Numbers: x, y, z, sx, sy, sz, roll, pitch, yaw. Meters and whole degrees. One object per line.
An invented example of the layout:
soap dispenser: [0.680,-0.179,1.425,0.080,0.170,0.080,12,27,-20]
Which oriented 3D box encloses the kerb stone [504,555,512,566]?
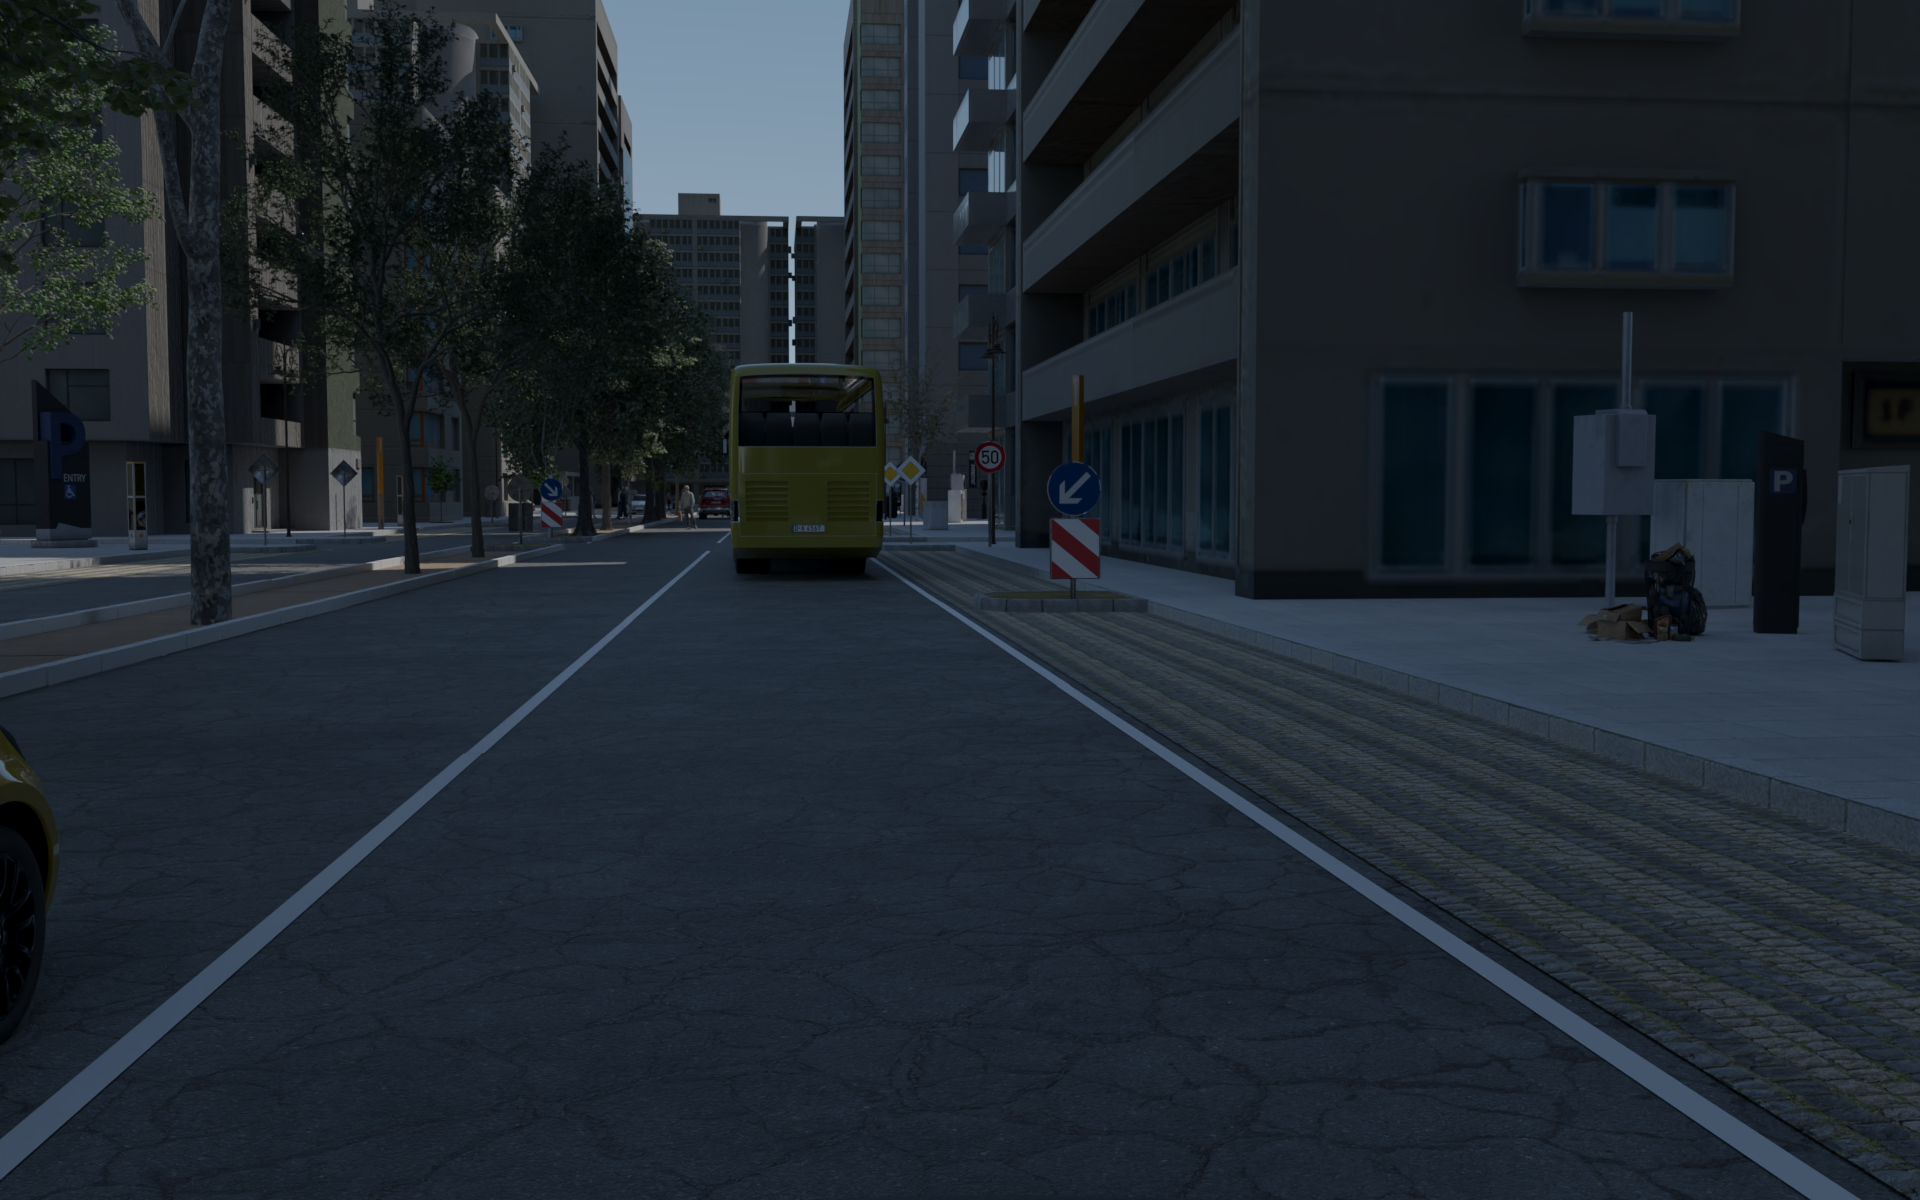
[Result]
kerb stone: [-9.187,-0.768,34.771,0.120,0.150,1.000,0,4,-6]

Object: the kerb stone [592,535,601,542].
kerb stone: [-11.101,-1.862,52.688,0.120,0.150,1.000,0,4,-6]

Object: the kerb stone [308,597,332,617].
kerb stone: [-7.666,0.104,20.533,0.120,0.150,1.000,0,4,-6]

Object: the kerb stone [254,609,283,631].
kerb stone: [-7.459,0.230,18.488,0.120,0.150,1.000,0,4,-6]

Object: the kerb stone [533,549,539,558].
kerb stone: [-9.623,-1.015,38.852,0.120,0.150,1.000,0,4,-6]

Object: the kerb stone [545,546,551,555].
kerb stone: [-9.843,-1.143,40.887,0.120,0.150,1.000,0,4,-6]

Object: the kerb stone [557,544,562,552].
kerb stone: [-10.061,-1.264,42.920,0.120,0.150,1.000,0,4,-6]

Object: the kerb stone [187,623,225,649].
kerb stone: [-7.234,0.354,16.455,0.120,0.150,1.000,0,4,-6]

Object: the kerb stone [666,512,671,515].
kerb stone: [-20.925,-6.277,124.832,0.120,0.150,1.000,0,4,-6]

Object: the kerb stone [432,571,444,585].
kerb stone: [-8.432,-0.334,27.656,0.120,0.150,1.000,0,4,-6]

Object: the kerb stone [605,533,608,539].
kerb stone: [-11.326,-1.985,54.732,0.120,0.150,1.000,0,4,-6]

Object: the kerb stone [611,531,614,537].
kerb stone: [-11.537,-2.111,56.766,0.120,0.150,1.000,0,4,-6]

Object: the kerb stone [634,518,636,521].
kerb stone: [-17.321,-4.221,91.210,0.120,0.150,1.000,0,4,-6]

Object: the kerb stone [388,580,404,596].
kerb stone: [-8.099,-0.147,24.604,0.120,0.150,1.000,0,4,-6]

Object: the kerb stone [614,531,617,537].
kerb stone: [-11.643,-2.174,57.789,0.120,0.150,1.000,0,4,-6]

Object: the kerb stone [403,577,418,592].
kerb stone: [-8.218,-0.209,25.619,0.120,0.150,1.000,0,4,-6]

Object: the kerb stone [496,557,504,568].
kerb stone: [-9.084,-0.707,33.754,0.120,0.150,1.000,0,4,-6]

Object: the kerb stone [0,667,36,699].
kerb stone: [-6.802,0.602,12.368,0.120,0.150,1.000,0,4,-6]

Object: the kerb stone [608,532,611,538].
kerb stone: [-11.430,-2.052,55.749,0.120,0.150,1.000,0,4,-6]

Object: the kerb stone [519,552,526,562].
kerb stone: [-9.405,-0.894,36.812,0.120,0.150,1.000,0,4,-6]

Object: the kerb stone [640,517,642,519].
kerb stone: [-17.760,-4.469,95.286,0.120,0.150,1.000,0,4,-6]

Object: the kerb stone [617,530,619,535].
kerb stone: [-11.757,-2.239,58.805,0.120,0.150,1.000,0,4,-6]

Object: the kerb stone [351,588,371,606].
kerb stone: [-7.889,-0.023,22.570,0.120,0.150,1.000,0,4,-6]

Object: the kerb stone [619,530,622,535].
kerb stone: [-11.863,-2.301,59.821,0.120,0.150,1.000,0,4,-6]

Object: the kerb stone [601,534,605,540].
kerb stone: [-11.206,-1.927,53.710,0.120,0.150,1.000,0,4,-6]

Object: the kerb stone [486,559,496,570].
kerb stone: [-8.971,-0.645,32.738,0.120,0.150,1.000,0,4,-6]

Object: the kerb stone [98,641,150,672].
kerb stone: [-7.012,0.480,14.416,0.120,0.150,1.000,0,4,-6]

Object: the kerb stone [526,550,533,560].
kerb stone: [-9.516,-0.956,37.830,0.120,0.150,1.000,0,4,-6]

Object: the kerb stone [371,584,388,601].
kerb stone: [-7.993,-0.085,23.587,0.120,0.150,1.000,0,4,-6]

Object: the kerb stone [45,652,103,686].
kerb stone: [-6.905,0.541,13.400,0.120,0.150,1.000,0,4,-6]

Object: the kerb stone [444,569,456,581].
kerb stone: [-8.543,-0.390,28.672,0.120,0.150,1.000,0,4,-6]

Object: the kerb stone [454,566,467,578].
kerb stone: [-8.640,-0.457,29.690,0.120,0.150,1.000,0,4,-6]

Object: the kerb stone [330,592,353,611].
kerb stone: [-7.769,0.040,21.551,0.120,0.150,1.000,0,4,-6]

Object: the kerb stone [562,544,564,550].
kerb stone: [-10.170,-1.330,43.936,0.120,0.150,1.000,0,4,-6]

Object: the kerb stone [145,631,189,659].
kerb stone: [-7.127,0.418,15.432,0.120,0.150,1.000,0,4,-6]

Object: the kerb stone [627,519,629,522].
kerb stone: [-16.897,-3.966,87.123,0.120,0.150,1.000,0,4,-6]

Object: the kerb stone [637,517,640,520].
kerb stone: [-17.657,-4.408,94.267,0.120,0.150,1.000,0,4,-6]

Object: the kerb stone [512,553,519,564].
kerb stone: [-9.292,-0.831,35.787,0.120,0.150,1.000,0,4,-6]

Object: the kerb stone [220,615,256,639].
kerb stone: [-7.343,0.289,17.472,0.120,0.150,1.000,0,4,-6]

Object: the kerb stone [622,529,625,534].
kerb stone: [-11.970,-2.359,60.838,0.120,0.150,1.000,0,4,-6]

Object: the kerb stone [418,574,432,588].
kerb stone: [-8.321,-0.272,26.636,0.120,0.150,1.000,0,4,-6]

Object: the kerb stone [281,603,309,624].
kerb stone: [-7.561,0.164,19.507,0.120,0.150,1.000,0,4,-6]

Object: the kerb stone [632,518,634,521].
kerb stone: [-17.224,-4.153,90.189,0.120,0.150,1.000,0,4,-6]

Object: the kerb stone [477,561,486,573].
kerb stone: [-8.870,-0.581,31.721,0.120,0.150,1.000,0,4,-6]

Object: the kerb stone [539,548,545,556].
kerb stone: [-9.731,-1.081,39.868,0.120,0.150,1.000,0,4,-6]

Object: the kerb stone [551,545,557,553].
kerb stone: [-9.947,-1.203,41.904,0.120,0.150,1.000,0,4,-6]

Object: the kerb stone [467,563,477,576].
kerb stone: [-8.751,-0.520,30.706,0.120,0.150,1.000,0,4,-6]
